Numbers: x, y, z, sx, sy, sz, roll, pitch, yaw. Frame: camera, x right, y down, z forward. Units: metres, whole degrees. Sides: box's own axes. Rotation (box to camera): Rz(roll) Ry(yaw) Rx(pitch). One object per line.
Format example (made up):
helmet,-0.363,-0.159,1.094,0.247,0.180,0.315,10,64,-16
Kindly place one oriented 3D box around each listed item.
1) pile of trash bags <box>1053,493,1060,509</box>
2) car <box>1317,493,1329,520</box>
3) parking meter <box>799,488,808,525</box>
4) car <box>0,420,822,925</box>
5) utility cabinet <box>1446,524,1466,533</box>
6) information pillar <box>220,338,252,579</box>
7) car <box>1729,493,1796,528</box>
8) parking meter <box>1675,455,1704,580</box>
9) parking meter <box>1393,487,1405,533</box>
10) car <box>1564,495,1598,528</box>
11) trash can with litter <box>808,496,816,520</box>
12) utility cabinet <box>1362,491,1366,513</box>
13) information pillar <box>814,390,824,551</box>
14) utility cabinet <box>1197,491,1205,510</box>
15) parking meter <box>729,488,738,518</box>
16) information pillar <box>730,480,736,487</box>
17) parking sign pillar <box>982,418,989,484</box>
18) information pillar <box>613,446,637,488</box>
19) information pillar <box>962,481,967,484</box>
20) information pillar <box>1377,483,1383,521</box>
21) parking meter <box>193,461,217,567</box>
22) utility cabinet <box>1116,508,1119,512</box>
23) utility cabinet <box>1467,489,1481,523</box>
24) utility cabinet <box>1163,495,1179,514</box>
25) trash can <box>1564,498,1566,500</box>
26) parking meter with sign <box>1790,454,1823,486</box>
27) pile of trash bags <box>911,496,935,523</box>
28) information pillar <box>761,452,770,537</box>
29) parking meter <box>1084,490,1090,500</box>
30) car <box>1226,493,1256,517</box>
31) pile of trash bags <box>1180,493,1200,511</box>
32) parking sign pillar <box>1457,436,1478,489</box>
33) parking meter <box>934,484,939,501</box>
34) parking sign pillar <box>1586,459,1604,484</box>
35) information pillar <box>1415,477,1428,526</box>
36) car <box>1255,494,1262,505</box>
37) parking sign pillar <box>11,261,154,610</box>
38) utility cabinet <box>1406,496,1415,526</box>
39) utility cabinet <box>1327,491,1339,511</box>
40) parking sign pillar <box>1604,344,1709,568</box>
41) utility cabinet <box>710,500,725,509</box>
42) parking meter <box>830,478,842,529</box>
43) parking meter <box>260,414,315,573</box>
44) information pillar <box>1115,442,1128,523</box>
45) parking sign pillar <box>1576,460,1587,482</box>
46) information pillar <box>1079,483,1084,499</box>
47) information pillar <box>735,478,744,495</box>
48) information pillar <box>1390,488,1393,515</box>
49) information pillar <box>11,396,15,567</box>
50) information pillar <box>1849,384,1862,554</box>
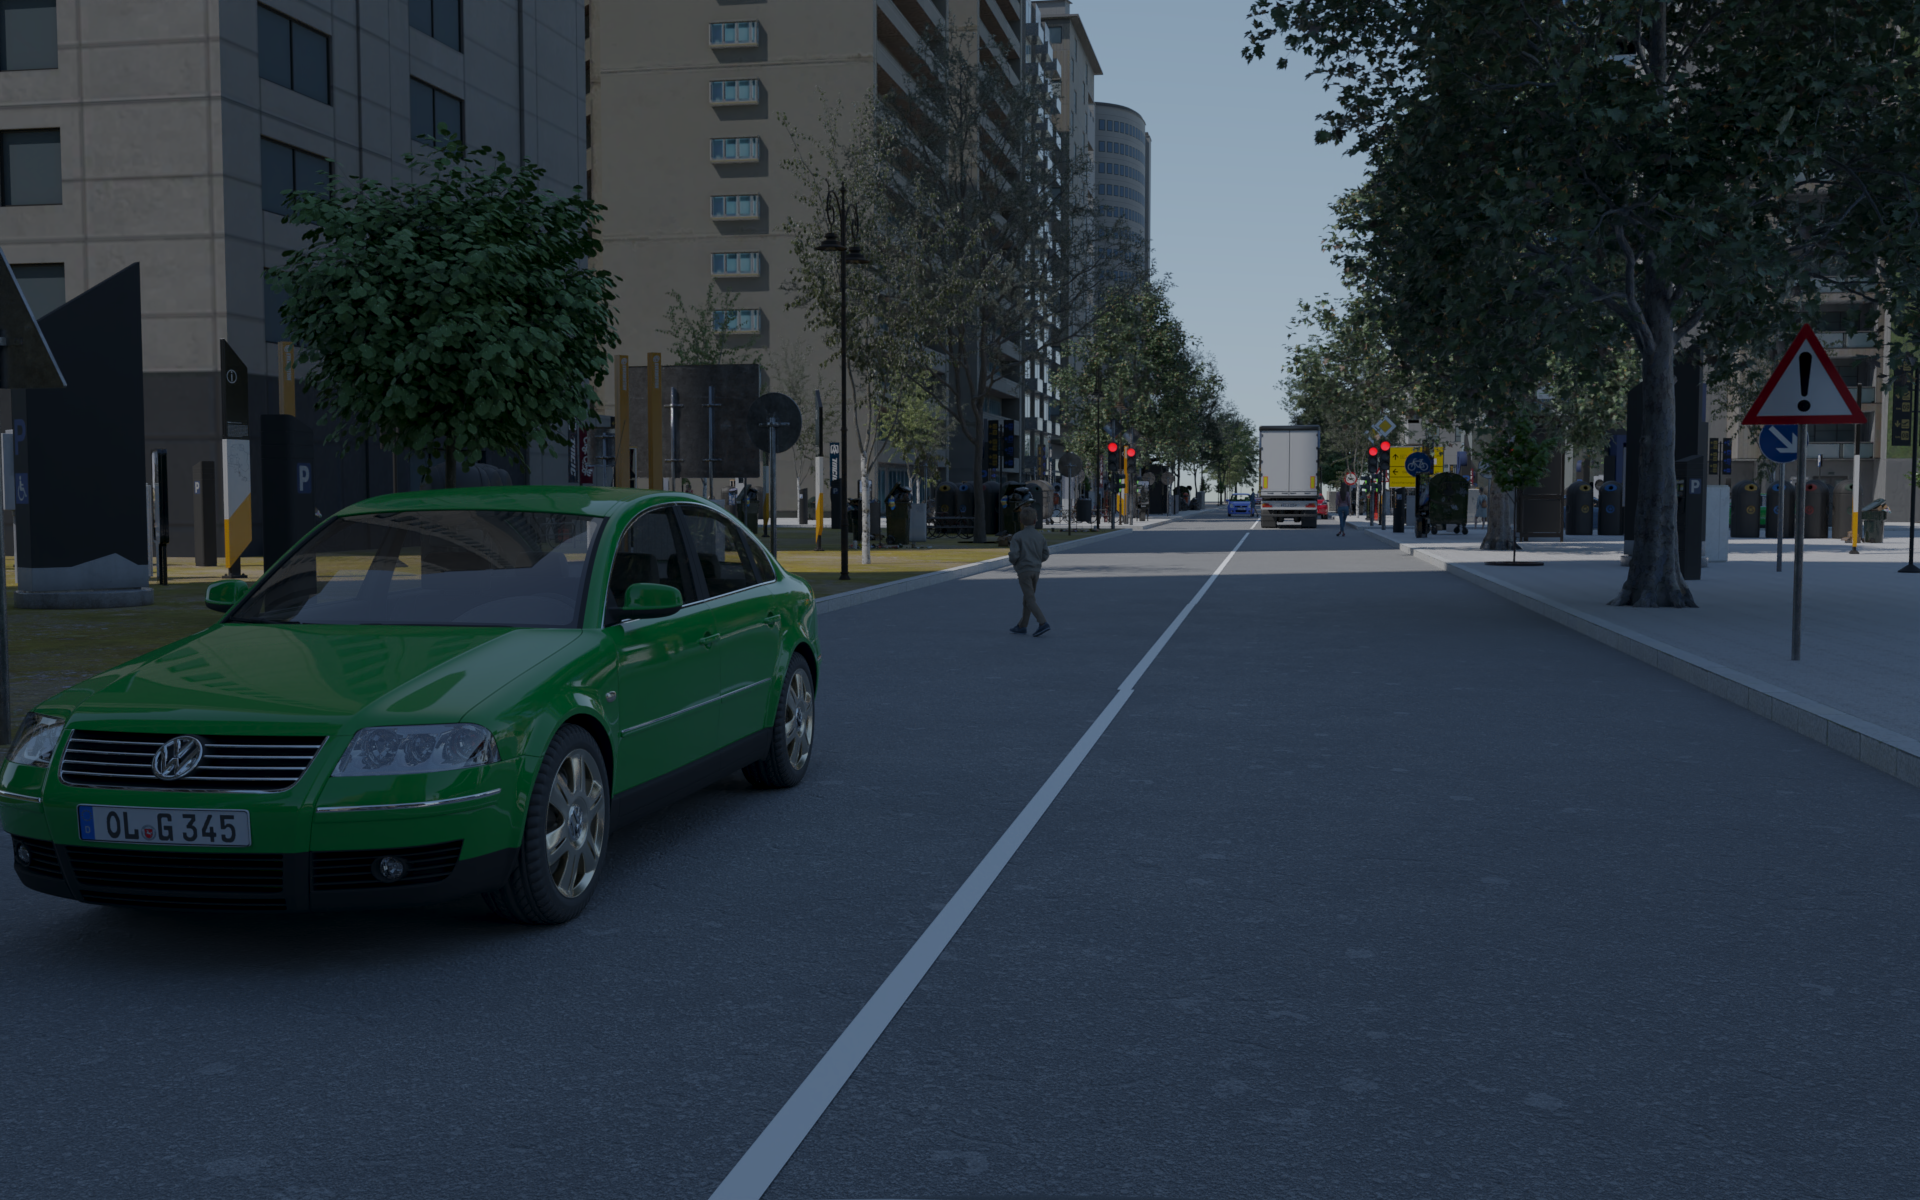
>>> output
pile of trash bags,6.133,-7.754,136.523,3.447,1.369,1.912,0,4,-1
car,20.026,-5.497,98.910,2.155,1.783,4.494,1,4,9
parking meter,-6.604,-3.954,73.059,0.372,1.533,0.369,0,3,0
car,-1.888,0.093,7.277,1.959,1.807,4.718,1,4,10
utility cabinet,16.669,-2.873,58.138,0.306,1.237,1.020,0,4,-7
information pillar,-11.025,-2.141,26.364,0.183,3.616,0.504,1,4,20
car,28.723,-3.329,63.232,4.718,1.807,1.959,1,4,8
parking meter,10.867,-1.234,25.885,0.399,1.863,0.255,-1,4,-22
parking meter,14.587,-3.006,57.564,0.372,1.533,0.369,0,3,0
car,23.495,-3.244,65.045,4.499,1.417,2.014,1,4,10
trash can with litter,-7.343,-4.463,84.353,0.624,1.170,1.055,3,5,41
utility cabinet,29.707,-7.416,129.930,1.173,1.500,0.318,-1,4,-18
information pillar,-3.148,-2.898,38.736,0.183,3.616,0.504,-1,4,-15
utility cabinet,19.751,-8.155,142.012,0.318,1.500,1.173,-1,4,-11
parking meter,-9.649,-3.996,73.744,0.372,1.533,0.369,0,3,0
information pillar,-11.706,-5.222,89.867,0.304,2.012,0.304,-3,5,-39
parking sign pillar,0.783,-4.446,61.163,1.447,3.967,1.447,0,4,-1
information pillar,-5.184,-1.367,26.844,0.304,2.012,0.304,-2,4,-29
information pillar,0.266,-5.862,100.330,0.304,2.012,0.304,0,4,1
information pillar,19.786,-5.499,81.264,0.183,3.616,0.504,0,4,-7
parking meter,-13.399,-1.530,30.726,0.399,1.863,0.255,3,5,43
utility cabinet,11.516,-6.855,120.752,1.173,1.500,0.318,0,4,-1
utility cabinet,22.198,-4.088,75.521,1.173,1.500,0.318,-2,4,-25
utility cabinet,13.849,-6.278,113.814,1.020,1.237,0.306,0,4,0
trash can,38.094,-6.051,110.592,0.748,1.137,0.748,0,3,0
parking meter with sign,36.996,-4.900,76.382,1.738,3.016,0.543,1,4,16
pile of trash bags,-1.711,-4.074,76.368,1.912,1.369,3.447,-3,5,-41
information pillar,-5.753,-3.666,51.295,0.183,3.616,0.504,-1,4,-18
parking meter,8.016,-6.159,109.104,0.372,1.533,0.369,0,3,0
car,17.955,-6.183,110.678,1.945,1.707,3.694,1,4,9
pile of trash bags,17.850,-7.742,136.326,1.912,1.369,3.447,0,4,3
parking sign pillar,22.791,-5.495,78.314,1.447,3.967,1.447,1,4,8
parking meter,-1.252,-5.574,96.843,0.399,1.863,0.255,1,4,13
parking sign pillar,21.862,-4.203,57.186,1.447,3.967,1.447,-2,4,-29
information pillar,15.155,-3.204,56.872,0.304,2.012,0.304,-2,4,-34
car,34.365,-11.678,199.974,2.155,1.783,4.494,1,4,10
parking sign pillar,-10.069,-1.917,19.811,1.447,3.967,1.447,3,5,41
utility cabinet,18.554,-3.593,69.903,1.020,1.237,0.306,1,4,22
utility cabinet,27.545,-7.268,127.508,1.173,1.500,0.318,-2,4,-28
parking sign pillar,12.474,-2.575,30.580,1.447,3.967,1.447,-3,5,-43
utility cabinet,-3.197,-0.522,19.691,1.020,1.237,0.306,1,4,16
parking meter,-4.536,-3.535,63.508,0.399,1.863,0.255,1,4,17
parking meter,-4.997,-0.441,12.917,0.255,1.863,0.399,0,4,5
information pillar,7.264,-5.254,77.262,0.504,3.616,0.183,1,4,19
parking sign pillar,35.694,-6.776,99.254,1.447,3.967,1.447,2,4,35
information pillar,7.890,-6.602,112.430,0.304,2.012,0.304,-1,4,-15
information pillar,-9.644,-5.200,76.366,0.504,3.616,0.183,0,4,3
information pillar,25.938,-6.070,103.740,0.304,2.012,0.304,0,4,-1
information pillar,-16.589,-2.391,30.439,0.183,3.616,0.504,-2,4,-28
information pillar,19.161,-2.793,37.016,0.183,3.616,0.504,2,4,24
